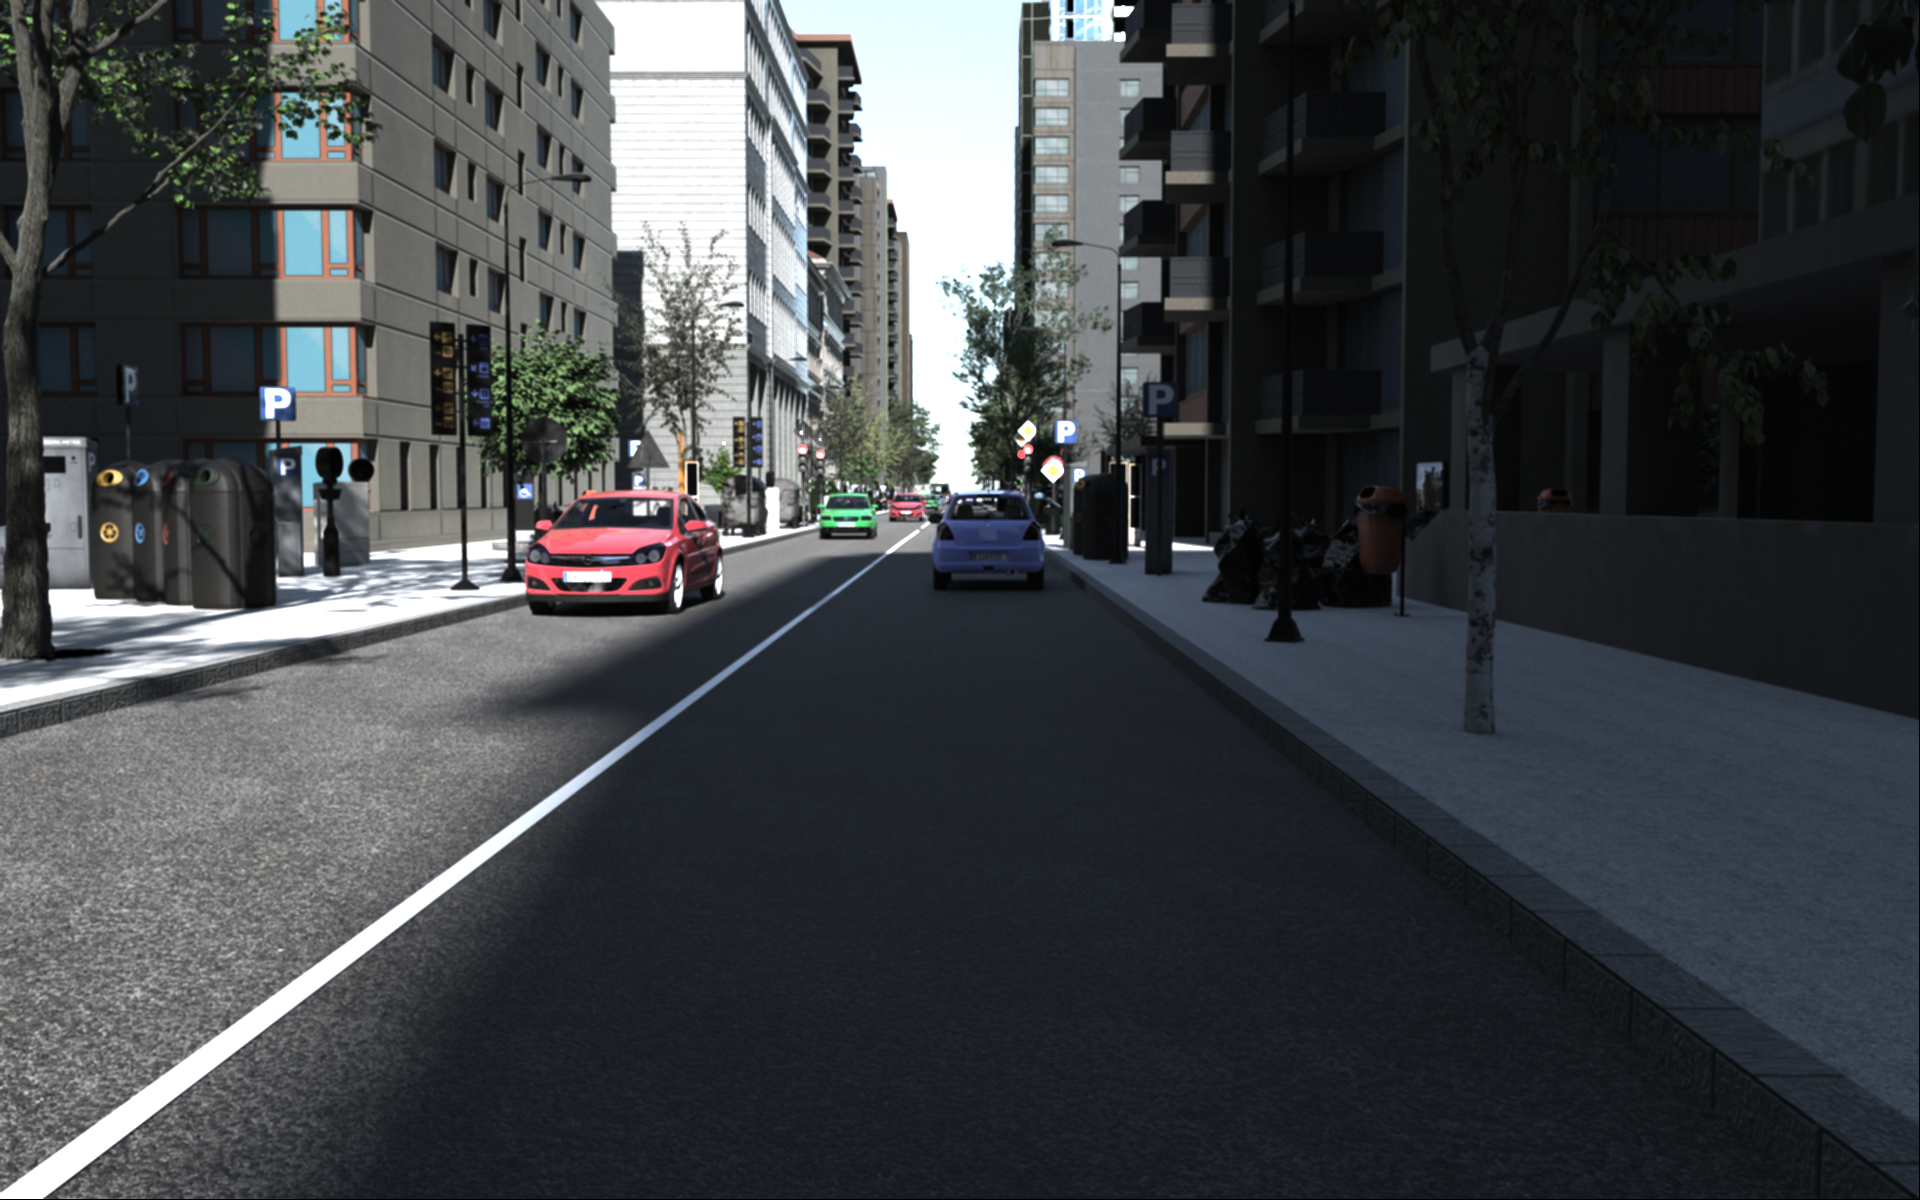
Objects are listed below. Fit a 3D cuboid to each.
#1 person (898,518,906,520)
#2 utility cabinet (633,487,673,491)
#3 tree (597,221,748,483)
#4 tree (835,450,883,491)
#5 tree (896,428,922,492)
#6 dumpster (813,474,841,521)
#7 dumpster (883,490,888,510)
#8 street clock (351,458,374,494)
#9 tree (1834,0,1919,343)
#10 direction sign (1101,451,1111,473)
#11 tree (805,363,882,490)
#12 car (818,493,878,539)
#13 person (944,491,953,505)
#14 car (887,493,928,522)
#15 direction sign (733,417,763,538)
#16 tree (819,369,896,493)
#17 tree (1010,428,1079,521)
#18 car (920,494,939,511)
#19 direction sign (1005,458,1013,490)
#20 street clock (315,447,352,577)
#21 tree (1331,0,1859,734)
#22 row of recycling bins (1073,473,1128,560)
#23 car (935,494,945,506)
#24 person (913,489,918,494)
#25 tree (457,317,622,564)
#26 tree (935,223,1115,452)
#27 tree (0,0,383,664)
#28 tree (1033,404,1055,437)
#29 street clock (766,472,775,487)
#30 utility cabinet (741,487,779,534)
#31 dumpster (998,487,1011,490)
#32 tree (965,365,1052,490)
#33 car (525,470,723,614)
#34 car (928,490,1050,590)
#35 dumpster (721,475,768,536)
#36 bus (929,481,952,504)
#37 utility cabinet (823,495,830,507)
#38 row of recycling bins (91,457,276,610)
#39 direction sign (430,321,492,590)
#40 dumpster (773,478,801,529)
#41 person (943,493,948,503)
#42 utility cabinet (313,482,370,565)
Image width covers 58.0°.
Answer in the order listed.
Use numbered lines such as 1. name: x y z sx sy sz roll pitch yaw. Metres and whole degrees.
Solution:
1. person: -3.166 -5.022 94.884 0.640 1.303 0.475 2 4 35
2. utility cabinet: -9.158 -2.633 51.735 1.173 1.500 0.318 1 4 19
3. tree: -7.420 -5.850 46.006 4.360 8.622 3.978 0 3 0
4. tree: -7.062 -8.401 121.062 4.285 4.588 4.351 0 3 0
5. tree: -6.267 -11.512 138.581 4.737 8.622 4.395 0 3 0
6. dumpster: -6.406 -4.837 81.583 1.502 2.255 1.985 0 4 0
7. dumpster: -6.255 -7.885 134.680 1.264 1.857 1.865 0 4 0
8. street clock: -12.180 -1.878 35.271 0.471 2.002 0.358 -2 4 -30
9. tree: 2.710 -3.180 2.358 4.360 8.622 3.978 0 3 0
10. direction sign: 7.645 -6.037 90.707 0.379 3.537 0.876 -2 4 -31
11. tree: -6.683 -8.964 96.918 4.360 8.622 3.978 0 3 0
12. car: -3.626 -2.915 56.452 1.959 1.807 4.718 0 4 -1
13. person: -1.048 -9.813 169.619 1.217 1.739 0.721 -2 4 -33
14. car: -2.748 -5.023 91.174 2.155 1.783 4.494 0 4 1
15. direction sign: -6.238 -3.609 51.004 0.876 3.537 0.379 -1 4 -22
16. tree: -6.667 -9.312 102.620 4.737 8.622 4.395 0 3 0
17. tree: 4.224 -6.109 83.603 4.285 4.588 4.351 0 3 0
18. car: -2.712 -8.279 144.160 1.959 1.807 4.718 0 4 0
19. direction sign: 3.265 -7.129 108.548 0.876 3.537 0.379 1 4 8
20. street clock: -9.777 -1.366 26.903 0.358 2.002 0.471 0 4 6
21. tree: 2.788 -3.576 8.833 4.737 8.622 4.395 0 3 0
22. row of recycling bins: 2.893 -1.724 35.307 1.069 1.692 3.534 0 3 0
23. car: -2.714 -12.030 208.695 2.014 1.417 4.499 0 4 -1
24. person: -3.822 -8.521 147.794 0.580 1.828 0.573 2 4 28
25. tree: -7.817 -2.983 32.491 4.285 4.588 4.351 0 3 0
26. tree: 4.459 -16.272 121.934 12.611 20.169 13.585 0 3 0
27. tree: -7.189 -5.353 13.283 9.928 11.665 9.643 0 3 0
28. tree: 7.424 -11.317 135.389 4.360 8.622 3.978 0 3 0
29. street clock: -6.183 -3.174 56.470 0.358 2.002 0.471 0 4 3
30. utility cabinet: -6.409 -2.870 55.603 1.173 1.500 0.318 -1 4 -21
31. dumpster: 3.410 -7.765 132.722 1.264 1.857 1.865 0 4 0
32. tree: 4.309 -14.195 150.221 7.486 12.596 7.792 0 3 0
33. car: -4.195 -0.794 22.022 2.155 1.783 4.494 0 4 2
34. car: 0.454 -1.079 27.239 1.945 1.707 3.694 0 4 1
35. dumpster: -6.648 -2.908 53.310 1.264 1.857 1.865 0 3 0
36. bus: -2.664 -15.357 245.949 2.948 3.499 13.247 0 4 2
37. utility cabinet: -5.957 -4.086 77.971 0.306 1.237 1.020 0 4 5
38. row of recycling bins: -9.205 -0.820 20.520 3.534 1.692 1.069 3 5 42
39. direction sign: -6.637 -1.903 23.115 0.379 3.537 0.876 3 5 44
40. dumpster: -6.550 -3.554 63.859 1.264 1.857 1.865 0 3 0
41. person: -1.854 -12.970 222.029 0.593 1.643 0.415 -3 5 -44
42. utility cabinet: -11.129 -1.375 31.158 0.318 1.500 1.173 1 4 17
